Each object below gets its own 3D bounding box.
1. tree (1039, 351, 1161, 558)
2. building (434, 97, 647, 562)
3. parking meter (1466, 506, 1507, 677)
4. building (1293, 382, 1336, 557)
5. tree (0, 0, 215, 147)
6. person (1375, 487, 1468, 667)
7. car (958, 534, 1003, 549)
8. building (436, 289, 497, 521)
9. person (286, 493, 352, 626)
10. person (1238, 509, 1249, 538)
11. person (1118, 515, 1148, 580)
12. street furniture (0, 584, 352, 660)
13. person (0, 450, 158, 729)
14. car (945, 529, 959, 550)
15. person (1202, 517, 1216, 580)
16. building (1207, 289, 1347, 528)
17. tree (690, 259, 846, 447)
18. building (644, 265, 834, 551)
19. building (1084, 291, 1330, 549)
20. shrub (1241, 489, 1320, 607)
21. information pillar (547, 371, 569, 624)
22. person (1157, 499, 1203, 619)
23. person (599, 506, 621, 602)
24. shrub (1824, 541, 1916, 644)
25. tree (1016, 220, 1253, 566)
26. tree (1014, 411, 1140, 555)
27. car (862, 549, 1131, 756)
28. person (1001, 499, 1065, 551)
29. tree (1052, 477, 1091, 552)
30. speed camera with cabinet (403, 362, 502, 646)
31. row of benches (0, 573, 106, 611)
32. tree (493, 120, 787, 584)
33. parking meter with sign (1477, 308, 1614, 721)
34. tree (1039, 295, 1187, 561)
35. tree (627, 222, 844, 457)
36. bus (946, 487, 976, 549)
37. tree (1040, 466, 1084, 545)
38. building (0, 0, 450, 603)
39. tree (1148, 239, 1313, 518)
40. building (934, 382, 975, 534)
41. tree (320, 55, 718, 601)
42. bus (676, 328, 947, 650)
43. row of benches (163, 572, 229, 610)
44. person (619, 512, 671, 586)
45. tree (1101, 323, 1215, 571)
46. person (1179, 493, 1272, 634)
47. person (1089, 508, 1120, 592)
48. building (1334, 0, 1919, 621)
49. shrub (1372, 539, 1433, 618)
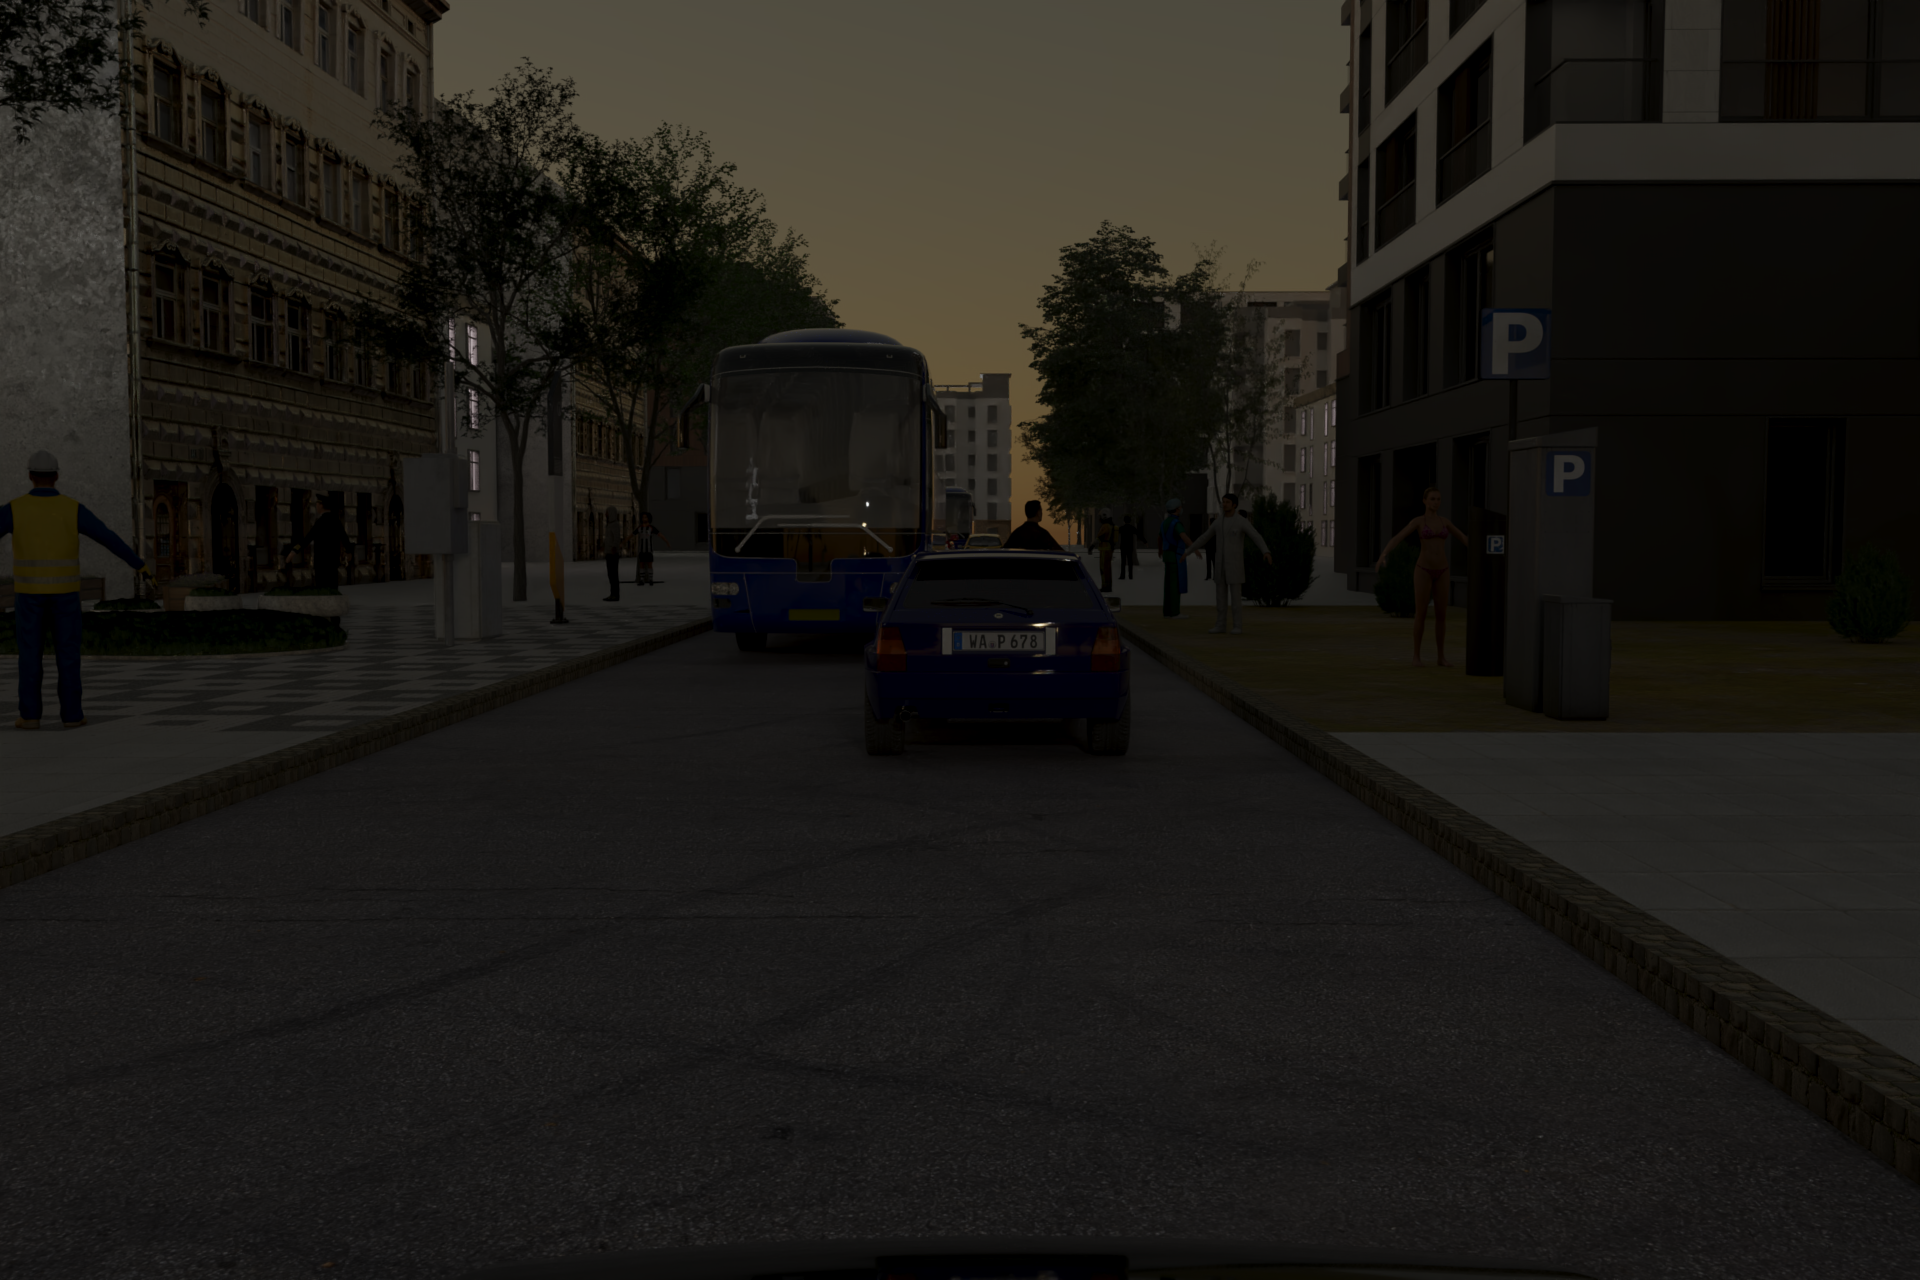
[{"bbox_3d":[7.897,-10.247,93.290,9.928,11.665,9.643,0,3,0],"label":"tree"},{"bbox_3d":[-26.864,-15.710,87.783,19.493,23.208,18.063,0,4,0],"label":"building"},{"bbox_3d":[4.792,-0.446,15.707,0.372,1.533,0.369,0,3,0],"label":"parking meter"},{"bbox_3d":[25.255,-9.274,93.776,9.099,9.664,28.070,0,3,0],"label":"building"},{"bbox_3d":[-8.394,-4.652,10.467,8.767,10.594,7.601,1,4,18],"label":"tree"},{"bbox_3d":[4.587,-0.608,16.738,1.217,1.733,0.721,0,4,-8],"label":"person"},{"bbox_3d":[0.927,-3.444,66.526,2.015,1.641,3.980,0,3,0],"label":"car"},{"bbox_3d":[-21.884,-7.506,64.877,9.099,9.664,28.070,0,4,1],"label":"building"},{"bbox_3d":[-8.700,-1.086,23.699,0.705,1.837,1.347,1,4,16],"label":"person"},{"bbox_3d":[6.050,-1.909,37.345,0.704,1.812,1.346,2,4,31],"label":"person"},{"bbox_3d":[4.699,-2.612,48.898,1.347,1.806,0.705,-1,4,-13],"label":"person"},{"bbox_3d":[-11.927,-0.240,19.557,10.072,0.657,5.734,0,4,-6],"label":"street furniture"},{"bbox_3d":[-6.058,-0.338,11.494,1.349,1.833,0.705,-2,4,-29],"label":"person"},{"bbox_3d":[-1.167,-2.464,48.954,2.281,1.827,5.304,0,4,1],"label":"car"},{"bbox_3d":[6.922,-2.522,47.951,1.216,1.740,0.721,-2,4,-32],"label":"person"},{"bbox_3d":[25.494,-17.415,141.162,16.016,20.090,11.380,0,4,1],"label":"building"},{"bbox_3d":[-8.017,-10.564,79.375,9.857,13.997,8.962,0,3,0],"label":"tree"},{"bbox_3d":[-25.973,-18.536,147.035,27.936,21.610,32.646,0,4,1],"label":"building"},{"bbox_3d":[25.421,-19.469,162.296,27.936,21.610,32.646,0,4,0],"label":"building"},{"bbox_3d":[5.513,-1.628,30.652,1.661,2.075,1.752,0,3,0],"label":"shrub"},{"bbox_3d":[-5.756,-2.039,24.686,0.183,3.616,0.504,0,4,2],"label":"information pillar"},{"bbox_3d":[3.268,-1.230,26.245,0.704,1.817,1.347,-1,4,-20],"label":"person"},{"bbox_3d":[-6.665,-1.648,33.079,0.705,1.813,1.348,-1,4,-22],"label":"person"},{"bbox_3d":[10.689,-0.565,20.352,1.383,1.207,1.383,0,3,0],"label":"shrub"},{"bbox_3d":[6.927,-9.996,70.092,9.857,13.997,8.962,0,3,0],"label":"tree"},{"bbox_3d":[7.731,-10.492,105.958,7.601,10.594,8.767,3,5,42],"label":"tree"},{"bbox_3d":[0.239,0.002,12.546,1.945,1.354,3.894,0,3,0],"label":"car"},{"bbox_3d":[0.829,-0.646,19.163,1.346,1.812,0.704,3,5,43],"label":"person"},{"bbox_3d":[7.325,-10.253,117.994,4.360,8.622,3.978,0,3,0],"label":"tree"},{"bbox_3d":[-6.048,-1.612,20.687,0.660,3.252,2.038,0,4,1],"label":"speed camera with cabinet"},{"bbox_3d":[-14.655,-0.727,27.354,1.422,0.672,4.104,0,4,-5],"label":"row of benches"},{"bbox_3d":[-8.349,-7.281,44.793,9.928,11.665,9.643,0,3,0],"label":"tree"},{"bbox_3d":[4.295,-1.002,12.642,0.543,3.016,1.738,0,4,-1],"label":"parking meter with sign"},{"bbox_3d":[7.363,-10.035,82.204,7.486,12.596,7.792,0,3,0],"label":"tree"},{"bbox_3d":[-7.659,-8.069,57.685,9.928,11.665,9.643,0,3,0],"label":"tree"},{"bbox_3d":[-0.580,-6.223,93.287,2.896,3.916,12.251,0,4,0],"label":"bus"},{"bbox_3d":[14.310,-18.314,206.090,9.857,13.997,8.962,0,3,0],"label":"tree"},{"bbox_3d":[-24.460,-12.842,40.891,19.493,23.208,18.063,0,4,1],"label":"building"},{"bbox_3d":[6.657,-5.713,43.770,4.360,8.622,3.978,0,3,0],"label":"tree"},{"bbox_3d":[-5.108,-21.399,208.747,11.380,20.090,16.016,0,4,7],"label":"building"},{"bbox_3d":[-8.265,-6.037,33.116,8.767,10.594,7.601,1,4,22],"label":"tree"},{"bbox_3d":[-1.548,-2.018,24.541,2.896,3.916,12.251,0,4,0],"label":"bus"},{"bbox_3d":[-11.616,-0.672,26.447,1.422,0.672,4.104,-1,4,-19],"label":"row of benches"},{"bbox_3d":[-7.799,-2.252,42.970,1.345,1.843,0.704,0,4,8],"label":"person"},{"bbox_3d":[7.212,-6.726,60.329,4.360,8.622,3.978,0,3,0],"label":"tree"},{"bbox_3d":[3.448,-0.985,22.289,1.347,1.806,0.705,3,5,39],"label":"person"},{"bbox_3d":[3.195,-1.985,38.220,0.705,1.858,1.354,2,4,26],"label":"person"},{"bbox_3d":[22.770,-12.044,40.889,27.936,21.610,32.646,0,4,1],"label":"building"},{"bbox_3d":[6.830,-0.951,26.660,1.383,1.207,1.383,0,3,0],"label":"shrub"}]
